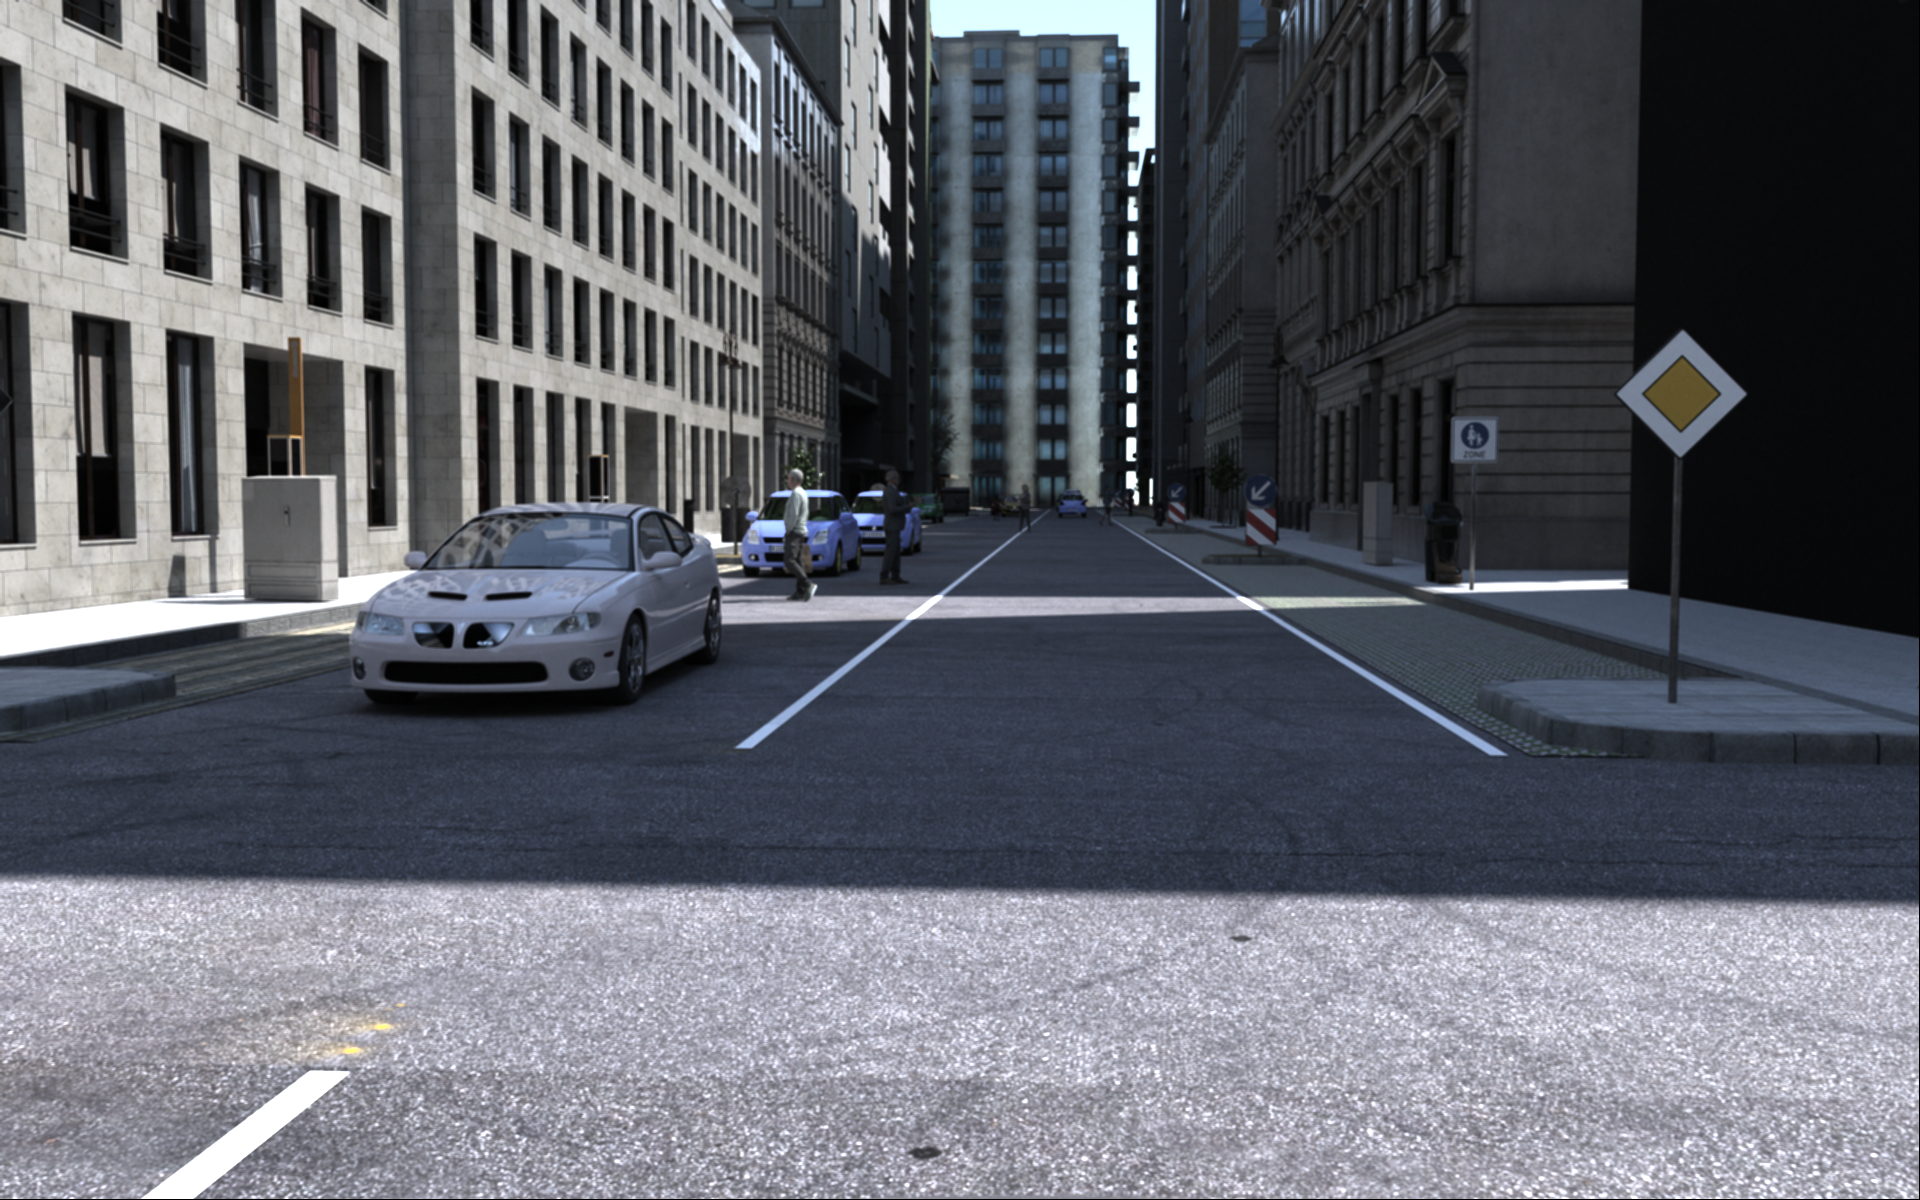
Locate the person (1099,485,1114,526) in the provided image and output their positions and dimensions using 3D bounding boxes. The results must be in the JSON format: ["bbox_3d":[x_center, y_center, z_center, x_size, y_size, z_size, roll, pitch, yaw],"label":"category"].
[{"bbox_3d":[6.667,-4.290,78.671,0.654,1.822,0.581,1,4,20],"label":"person"}]

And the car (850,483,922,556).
[{"bbox_3d":[-1.866,-1.951,41.489,1.945,1.707,3.694,0,4,3],"label":"car"}]

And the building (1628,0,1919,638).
[{"bbox_3d":[16.557,-11.405,16.142,15.834,23.373,12.332,0,4,4],"label":"building"}]

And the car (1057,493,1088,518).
[{"bbox_3d":[6.904,-5.926,106.483,1.945,1.707,3.694,0,4,3],"label":"car"}]

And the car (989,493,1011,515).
[{"bbox_3d":[3.068,-6.701,118.602,2.155,1.783,4.494,0,4,4],"label":"car"}]

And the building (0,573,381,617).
[{"bbox_3d":[-14.927,-10.151,20.720,10.420,20.320,16.860,0,4,4],"label":"building"}]

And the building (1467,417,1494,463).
[{"bbox_3d":[52.925,-23.189,150.845,14.107,30.474,14.160,0,4,4],"label":"building"}]

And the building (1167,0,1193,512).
[{"bbox_3d":[26.391,-30.324,115.408,23.786,49.044,30.456,0,4,4],"label":"building"}]

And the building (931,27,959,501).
[{"bbox_3d":[-15.215,-30.394,151.568,28.867,44.769,22.147,0,4,4],"label":"building"}]

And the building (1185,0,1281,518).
[{"bbox_3d":[19.734,-27.091,93.047,14.600,45.320,14.200,0,4,4],"label":"building"}]

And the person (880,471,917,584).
[{"bbox_3d":[-0.990,-1.154,27.547,0.590,1.801,0.661,-1,4,-9],"label":"person"}]

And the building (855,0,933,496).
[{"bbox_3d":[-9.490,-26.742,120.823,14.154,41.232,14.086,0,4,4],"label":"building"}]

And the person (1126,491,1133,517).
[{"bbox_3d":[10.754,-6.100,109.712,0.415,1.643,0.593,0,4,3],"label":"person"}]

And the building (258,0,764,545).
[{"bbox_3d":[-12.845,-12.206,54.312,10.420,20.320,16.860,0,4,4],"label":"building"}]

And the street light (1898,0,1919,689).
[{"bbox_3d":[6.401,-2.349,11.200,0.468,5.910,1.993,0,4,4],"label":"street light"}]

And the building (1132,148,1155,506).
[{"bbox_3d":[30.757,-30.134,184.565,23.993,40.220,32.217,0,4,4],"label":"building"}]

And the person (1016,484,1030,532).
[{"bbox_3d":[2.402,-3.438,64.892,0.526,1.800,0.537,-2,4,-24],"label":"person"}]

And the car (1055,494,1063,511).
[{"bbox_3d":[8.888,-8.255,143.759,1.959,1.807,4.718,0,4,3],"label":"car"}]

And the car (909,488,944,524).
[{"bbox_3d":[-1.821,-4.627,84.447,1.959,1.807,4.718,0,4,5],"label":"car"}]

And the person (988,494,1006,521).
[{"bbox_3d":[1.984,-5.020,93.837,1.065,1.426,0.557,-2,4,-25],"label":"person"}]

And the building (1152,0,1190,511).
[{"bbox_3d":[26.789,-36.860,144.656,21.231,58.520,28.212,0,4,4],"label":"building"}]

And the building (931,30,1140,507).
[{"bbox_3d":[3.321,-34.386,181.817,30.456,49.044,23.786,0,4,4],"label":"building"}]

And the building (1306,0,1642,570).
[{"bbox_3d":[13.680,-10.571,37.456,10.561,19.102,19.286,0,4,4],"label":"building"}]

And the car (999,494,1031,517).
[{"bbox_3d":[3.464,-6.029,108.798,2.015,1.641,3.980,0,4,3],"label":"car"}]

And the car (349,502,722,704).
[{"bbox_3d":[-3.056,-0.060,13.348,2.083,1.381,4.827,0,4,3],"label":"car"}]

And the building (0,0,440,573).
[{"bbox_3d":[-13.069,-11.175,37.464,10.420,20.320,16.860,0,4,4],"label":"building"}]

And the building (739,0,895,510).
[{"bbox_3d":[-18.494,-31.254,100.248,28.713,52.752,27.495,0,4,4],"label":"building"}]

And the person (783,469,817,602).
[{"bbox_3d":[-2.153,-0.881,23.387,0.515,1.767,0.782,0,4,4],"label":"person"}]

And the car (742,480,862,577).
[{"bbox_3d":[-2.824,-1.325,31.253,1.945,1.707,3.694,0,4,5],"label":"car"}]

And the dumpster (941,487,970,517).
[{"bbox_3d":[-0.290,-6.131,108.453,1.865,1.857,1.264,0,4,4],"label":"dumpster"}]

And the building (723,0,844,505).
[{"bbox_3d":[-10.855,-13.658,72.452,9.793,20.994,18.267,0,4,4],"label":"building"}]

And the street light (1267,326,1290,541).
[{"bbox_3d":[8.748,-4.584,47.736,0.468,5.910,1.993,0,4,4],"label":"street light"}]

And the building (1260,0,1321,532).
[{"bbox_3d":[16.399,-13.938,56.766,11.050,23.489,19.941,0,4,4],"label":"building"}]

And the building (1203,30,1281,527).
[{"bbox_3d":[16.226,-13.883,76.133,9.793,20.994,18.267,0,4,4],"label":"building"}]
